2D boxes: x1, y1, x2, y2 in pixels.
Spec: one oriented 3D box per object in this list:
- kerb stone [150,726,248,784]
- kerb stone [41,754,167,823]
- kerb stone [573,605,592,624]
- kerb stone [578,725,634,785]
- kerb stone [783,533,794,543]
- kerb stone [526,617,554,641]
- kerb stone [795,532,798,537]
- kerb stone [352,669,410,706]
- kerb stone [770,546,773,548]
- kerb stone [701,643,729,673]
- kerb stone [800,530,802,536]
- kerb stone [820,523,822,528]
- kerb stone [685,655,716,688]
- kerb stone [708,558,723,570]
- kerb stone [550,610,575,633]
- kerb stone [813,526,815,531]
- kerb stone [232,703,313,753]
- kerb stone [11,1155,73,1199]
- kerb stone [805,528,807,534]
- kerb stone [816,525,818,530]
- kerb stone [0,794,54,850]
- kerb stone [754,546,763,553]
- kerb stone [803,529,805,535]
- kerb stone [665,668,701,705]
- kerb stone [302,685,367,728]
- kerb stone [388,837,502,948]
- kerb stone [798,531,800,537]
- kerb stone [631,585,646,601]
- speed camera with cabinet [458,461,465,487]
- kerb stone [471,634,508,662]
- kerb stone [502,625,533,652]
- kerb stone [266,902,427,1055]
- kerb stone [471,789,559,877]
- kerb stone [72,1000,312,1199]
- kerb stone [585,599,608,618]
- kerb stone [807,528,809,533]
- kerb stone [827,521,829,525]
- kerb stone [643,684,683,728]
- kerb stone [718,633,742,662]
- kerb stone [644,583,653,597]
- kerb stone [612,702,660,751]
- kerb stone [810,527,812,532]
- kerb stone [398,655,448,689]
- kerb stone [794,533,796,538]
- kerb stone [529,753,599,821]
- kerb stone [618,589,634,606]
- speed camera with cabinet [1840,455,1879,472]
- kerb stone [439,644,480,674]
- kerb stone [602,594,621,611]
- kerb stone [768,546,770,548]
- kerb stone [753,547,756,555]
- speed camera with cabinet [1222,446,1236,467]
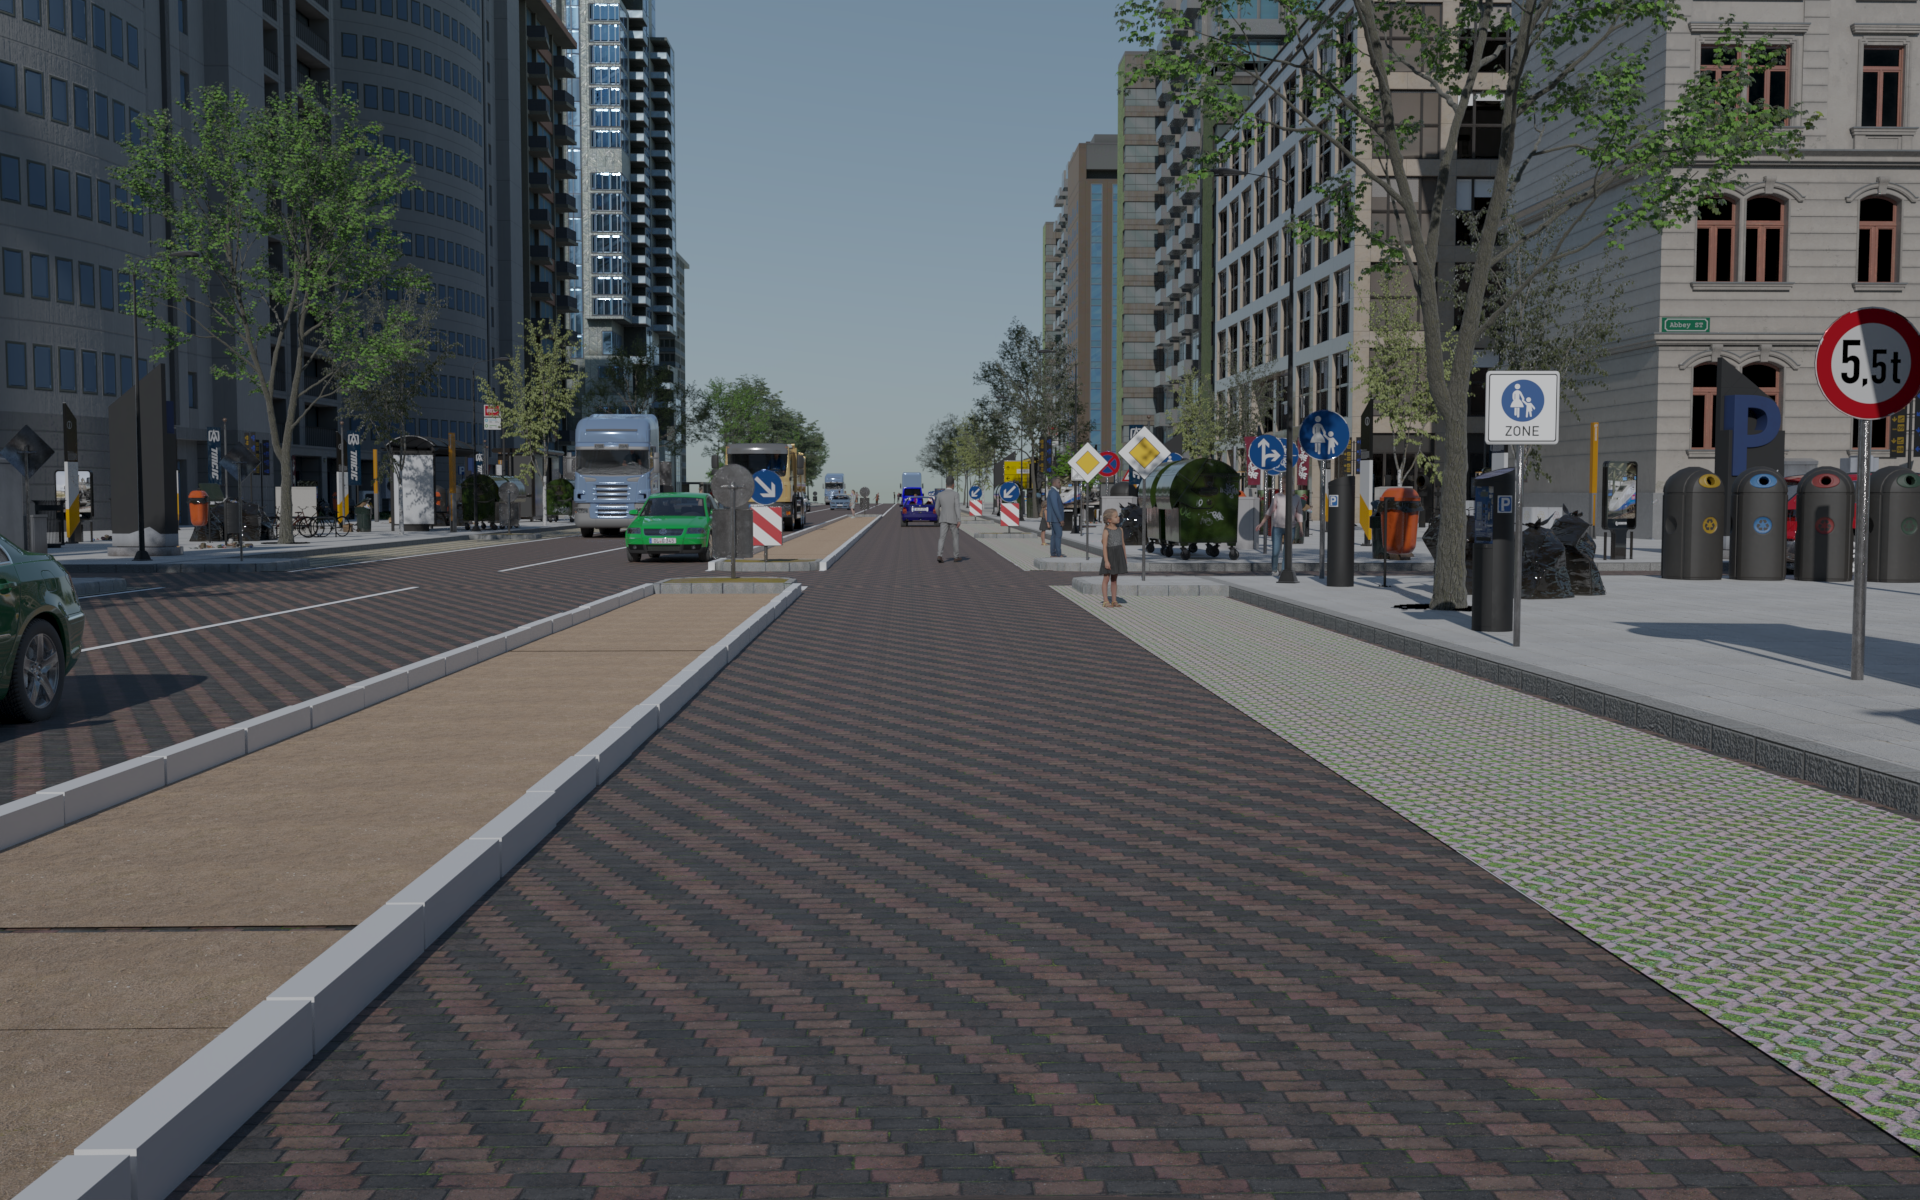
[{"bbox_3d":[-3.959,0.808,8.979,0.120,0.150,1.000,0,4,-2],"label":"kerb stone"},{"bbox_3d":[-3.930,0.871,7.955,0.120,0.150,1.000,0,4,-2],"label":"kerb stone"},{"bbox_3d":[-4.266,0.191,19.232,0.120,0.150,1.000,0,4,-2],"label":"kerb stone"},{"bbox_3d":[-1.851,0.806,9.021,0.120,0.150,1.000,0,4,-2],"label":"kerb stone"},{"bbox_3d":[-5.323,-1.921,53.596,0.120,0.150,1.000,0,4,-2],"label":"kerb stone"},{"bbox_3d":[-4.212,0.307,17.181,0.120,0.150,1.000,0,4,-2],"label":"kerb stone"},{"bbox_3d":[-5.388,-2.046,55.644,0.120,0.150,1.000,0,4,-2],"label":"kerb stone"},{"bbox_3d":[-4.046,0.621,12.044,0.120,0.150,1.000,0,4,-2],"label":"kerb stone"},{"bbox_3d":[-5.080,-1.418,45.399,0.120,0.150,1.000,0,4,-2],"label":"kerb stone"},{"bbox_3d":[-2.020,0.492,14.148,0.120,0.150,1.000,0,4,-2],"label":"kerb stone"},{"bbox_3d":[-5.441,-2.169,57.691,0.120,0.150,1.000,0,4,-2],"label":"kerb stone"},{"bbox_3d":[-5.862,-2.985,71.001,0.120,0.150,1.000,0,4,-2],"label":"kerb stone"},{"bbox_3d":[-1.983,0.555,13.119,0.120,0.150,1.000,0,4,-2],"label":"kerb stone"},{"bbox_3d":[-4.691,-0.666,33.091,0.120,0.150,1.000,0,4,-2],"label":"kerb stone"},{"bbox_3d":[-4.235,0.244,18.203,0.120,0.150,1.000,0,4,-2],"label":"kerb stone"},{"bbox_3d":[-5.710,-2.670,65.876,0.120,0.150,1.000,0,4,-2],"label":"kerb stone"},{"bbox_3d":[-3.984,0.746,10.001,0.120,0.150,1.000,0,4,-2],"label":"kerb stone"},{"bbox_3d":[-1.659,1.184,2.872,0.120,0.150,1.000,0,4,-2],"label":"kerb stone"},{"bbox_3d":[-5.548,-2.359,60.769,0.120,0.150,1.000,0,4,-2],"label":"kerb stone"},{"bbox_3d":[-5.765,-2.796,67.922,0.120,0.150,1.000,0,4,-2],"label":"kerb stone"},{"bbox_3d":[-3.891,0.937,6.933,0.120,0.150,1.000,0,4,-2],"label":"kerb stone"},{"bbox_3d":[-4.980,-1.231,42.322,0.120,0.150,1.000,0,4,-2],"label":"kerb stone"},{"bbox_3d":[-5.517,-2.296,59.742,0.120,0.150,1.000,0,4,-2],"label":"kerb stone"},{"bbox_3d":[-1.946,0.618,12.098,0.120,0.150,1.000,0,4,-2],"label":"kerb stone"},{"bbox_3d":[-4.010,0.686,11.023,0.120,0.150,1.000,0,4,-2],"label":"kerb stone"},{"bbox_3d":[-1.757,0.994,5.940,0.120,0.150,1.000,0,4,-2],"label":"kerb stone"},{"bbox_3d":[-5.415,-2.108,56.666,0.120,0.150,1.000,0,4,-2],"label":"kerb stone"},{"bbox_3d":[-4.396,-0.069,23.322,0.120,0.150,1.000,0,4,-2],"label":"kerb stone"},{"bbox_3d":[-29.421,-6.784,105.251,2.038,3.252,0.660,-2,4,-31],"label":"speed camera with cabinet"},{"bbox_3d":[-4.145,0.433,15.124,0.120,0.150,1.000,0,4,-2],"label":"kerb stone"},{"bbox_3d":[-4.176,0.374,16.159,0.120,0.150,1.000,0,4,-2],"label":"kerb stone"},{"bbox_3d":[-1.722,1.057,4.918,0.120,0.150,1.000,0,4,-2],"label":"kerb stone"},{"bbox_3d":[-1.786,0.932,6.965,0.120,0.150,1.000,0,4,-2],"label":"kerb stone"},{"bbox_3d":[-1.689,1.119,3.893,0.120,0.150,1.000,0,4,-2],"label":"kerb stone"},{"bbox_3d":[-4.296,0.119,20.256,0.120,0.150,1.000,0,4,-2],"label":"kerb stone"},{"bbox_3d":[-5.577,-2.415,61.791,0.120,0.150,1.000,0,4,-2],"label":"kerb stone"},{"bbox_3d":[-6.044,-3.362,77.157,0.120,0.150,1.000,0,4,-2],"label":"kerb stone"},{"bbox_3d":[-1.911,0.680,11.076,0.120,0.150,1.000,0,4,-2],"label":"kerb stone"},{"bbox_3d":[-2.040,0.430,15.170,0.120,0.150,1.000,0,4,-2],"label":"kerb stone"},{"bbox_3d":[-4.421,-0.131,24.344,0.120,0.150,1.000,0,4,-2],"label":"kerb stone"},{"bbox_3d":[-1.890,0.744,10.048,0.120,0.150,1.000,0,4,-2],"label":"kerb stone"},{"bbox_3d":[-5.646,-2.547,63.833,0.120,0.150,1.000,0,4,-2],"label":"kerb stone"},{"bbox_3d":[-4.081,0.558,13.076,0.120,0.150,1.000,0,4,-2],"label":"kerb stone"},{"bbox_3d":[-5.354,-1.979,54.623,0.120,0.150,1.000,0,4,-2],"label":"kerb stone"},{"bbox_3d":[-1.829,0.869,7.986,0.120,0.150,1.000,0,4,-2],"label":"kerb stone"},{"bbox_3d":[-4.364,-0.002,22.300,0.120,0.150,1.000,0,4,-2],"label":"kerb stone"},{"bbox_3d":[22.199,-2.882,41.455,2.038,3.252,0.660,0,4,1],"label":"speed camera with cabinet"},{"bbox_3d":[-4.113,0.495,14.102,0.120,0.150,1.000,0,4,-2],"label":"kerb stone"},{"bbox_3d":[-4.335,0.057,21.277,0.120,0.150,1.000,0,4,-2],"label":"kerb stone"},{"bbox_3d":[-5.037,-1.356,44.368,0.120,0.150,1.000,0,4,-2],"label":"kerb stone"},{"bbox_3d":[-4.914,-1.105,40.262,0.120,0.150,1.000,0,4,-2],"label":"kerb stone"},{"bbox_3d":[10.923,-4.746,71.927,0.660,3.252,2.038,-1,4,-17],"label":"speed camera with cabinet"}]
